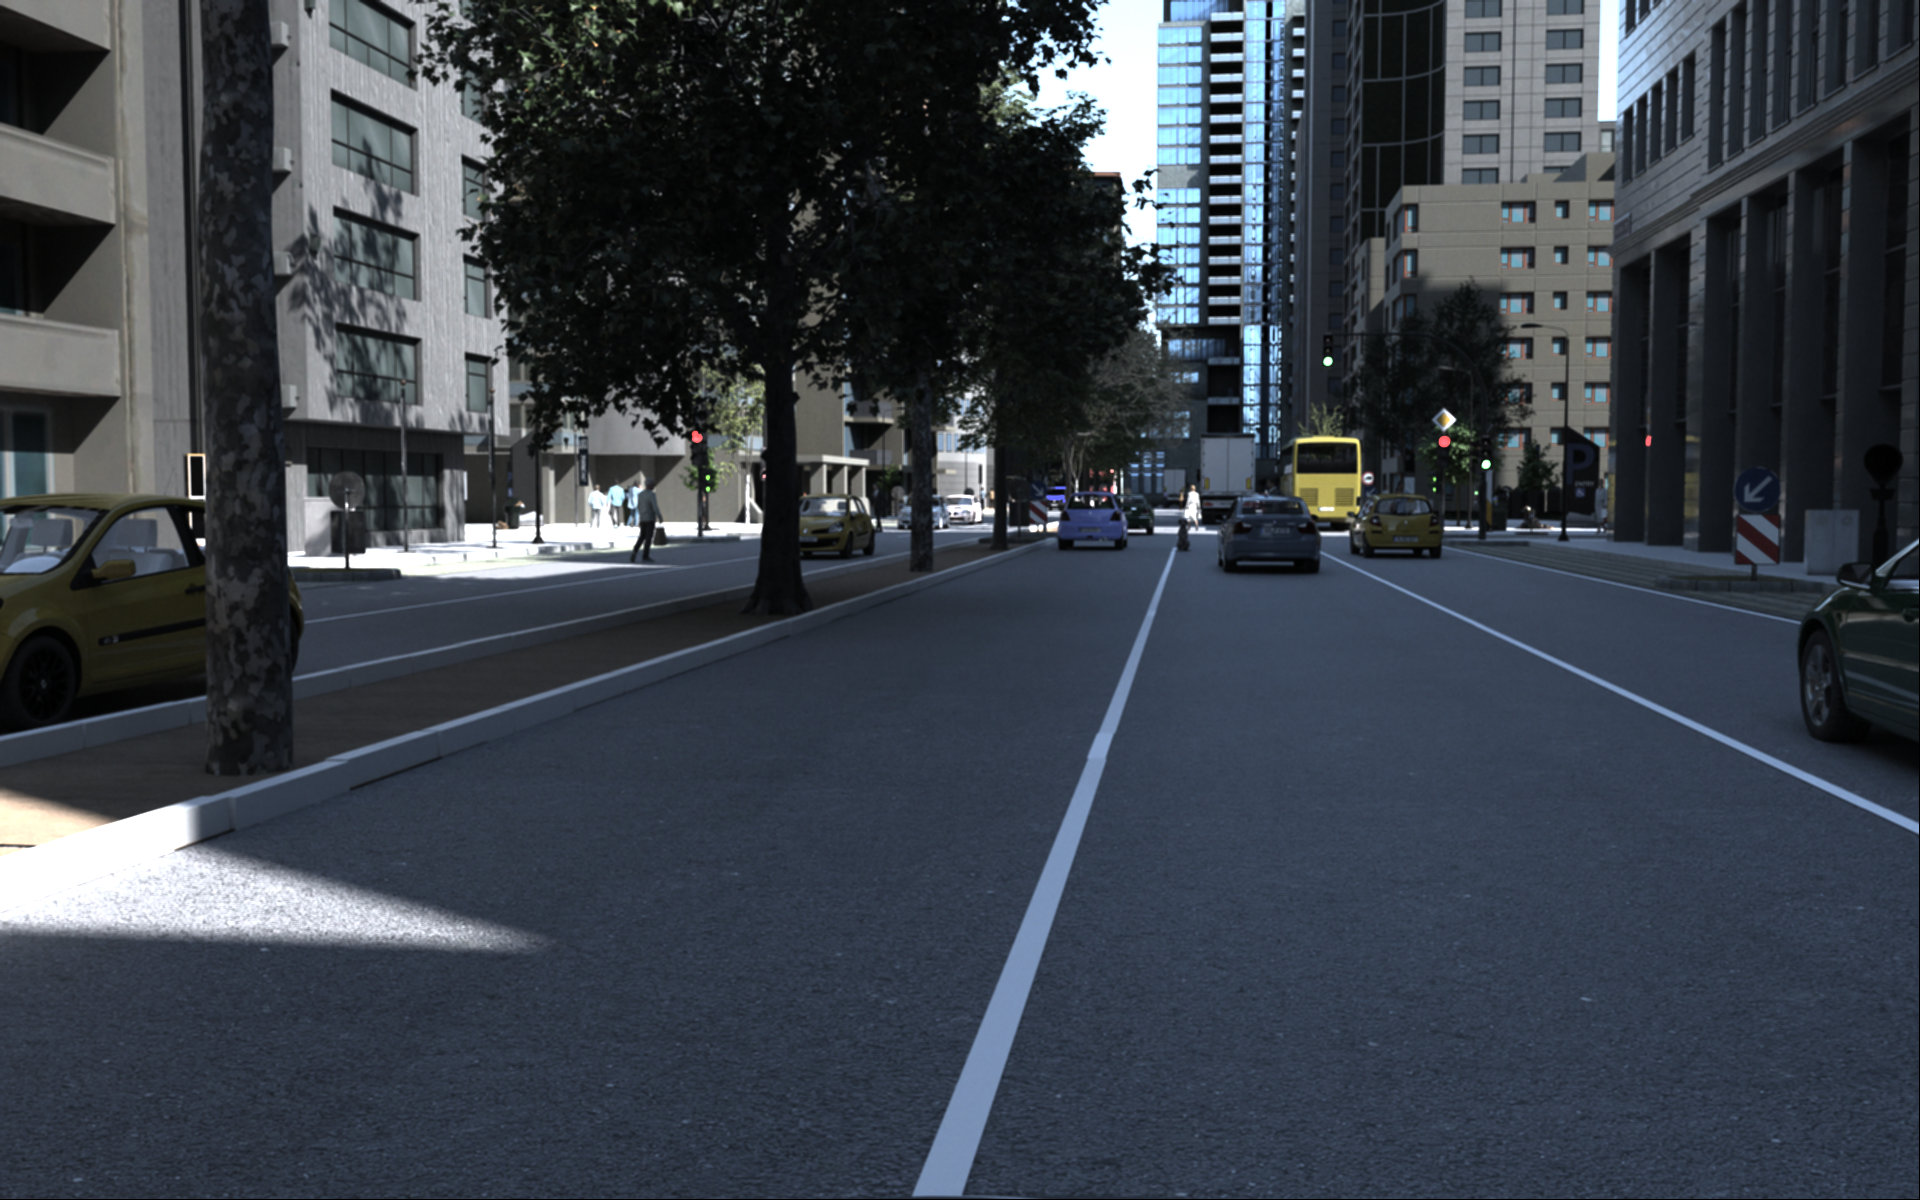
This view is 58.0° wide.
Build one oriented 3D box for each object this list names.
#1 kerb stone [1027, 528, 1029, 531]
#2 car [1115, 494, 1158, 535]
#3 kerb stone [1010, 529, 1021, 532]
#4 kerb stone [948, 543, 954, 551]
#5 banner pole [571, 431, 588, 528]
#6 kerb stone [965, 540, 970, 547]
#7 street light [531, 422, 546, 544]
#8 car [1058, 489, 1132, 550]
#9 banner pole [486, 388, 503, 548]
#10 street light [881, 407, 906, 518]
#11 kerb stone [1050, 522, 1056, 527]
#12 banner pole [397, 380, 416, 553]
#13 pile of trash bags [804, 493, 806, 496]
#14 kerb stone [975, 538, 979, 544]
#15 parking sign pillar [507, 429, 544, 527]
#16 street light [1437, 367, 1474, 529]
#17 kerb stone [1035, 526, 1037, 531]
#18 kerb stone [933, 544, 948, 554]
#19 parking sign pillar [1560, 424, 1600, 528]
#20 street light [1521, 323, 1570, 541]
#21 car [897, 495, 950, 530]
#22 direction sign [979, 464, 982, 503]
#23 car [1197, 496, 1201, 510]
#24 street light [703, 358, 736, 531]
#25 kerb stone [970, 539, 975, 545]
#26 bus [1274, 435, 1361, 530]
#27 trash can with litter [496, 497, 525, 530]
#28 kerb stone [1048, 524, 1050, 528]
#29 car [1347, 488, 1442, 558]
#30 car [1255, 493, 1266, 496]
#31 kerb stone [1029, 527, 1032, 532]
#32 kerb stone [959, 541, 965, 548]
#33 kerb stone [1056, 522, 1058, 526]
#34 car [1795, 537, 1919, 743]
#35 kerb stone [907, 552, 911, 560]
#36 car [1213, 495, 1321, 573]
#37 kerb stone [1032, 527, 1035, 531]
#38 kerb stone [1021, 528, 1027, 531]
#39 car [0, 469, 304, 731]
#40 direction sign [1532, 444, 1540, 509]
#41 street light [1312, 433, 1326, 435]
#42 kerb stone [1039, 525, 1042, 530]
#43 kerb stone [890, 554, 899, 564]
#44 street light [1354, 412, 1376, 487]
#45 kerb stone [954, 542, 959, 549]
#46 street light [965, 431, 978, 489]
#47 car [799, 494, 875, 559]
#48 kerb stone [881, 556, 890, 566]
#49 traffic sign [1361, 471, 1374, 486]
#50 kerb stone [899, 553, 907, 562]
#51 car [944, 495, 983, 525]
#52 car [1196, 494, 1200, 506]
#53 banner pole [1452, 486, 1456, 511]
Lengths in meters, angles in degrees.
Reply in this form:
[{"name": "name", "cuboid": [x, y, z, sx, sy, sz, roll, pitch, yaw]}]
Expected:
[{"name": "kerb stone", "cuboid": [2.346, -2.523, 63.546, 0.120, 0.150, 1.000, 0, 4, 8]}, {"name": "car", "cuboid": [6.053, -3.084, 62.226, 2.131, 1.459, 4.920, 0, 4, 7]}, {"name": "kerb stone", "cuboid": [1.932, -2.342, 60.488, 0.120, 0.150, 1.000, 0, 4, 8]}, {"name": "kerb stone", "cuboid": [-0.341, -1.317, 43.727, 0.120, 0.150, 1.000, 0, 4, 8]}, {"name": "banner pole", "cuboid": [-14.475, -4.651, 66.054, 0.863, 3.779, 0.401, 2, 4, 30]}, {"name": "kerb stone", "cuboid": [0.071, -1.496, 46.778, 0.120, 0.150, 1.000, 0, 4, 8]}, {"name": "street light", "cuboid": [-10.246, -4.372, 44.018, 1.470, 5.913, 1.316, 0, 4, 8]}, {"name": "car", "cuboid": [3.534, -2.207, 45.676, 1.945, 1.707, 3.694, 0, 4, 8]}, {"name": "banner pole", "cuboid": [-11.001, -3.099, 40.680, 0.401, 3.779, 0.863, 0, 4, -5]}, {"name": "street light", "cuboid": [-3.563, -7.360, 92.877, 1.470, 5.913, 1.316, 0, 4, 8]}, {"name": "kerb stone", "cuboid": [4.000, -3.275, 75.740, 0.120, 0.150, 1.000, 0, 4, 8]}, {"name": "banner pole", "cuboid": [-12.137, -2.921, 37.783, 0.401, 3.779, 0.863, -1, 4, -12]}, {"name": "pile of trash bags", "cuboid": [-10.772, -7.612, 134.201, 1.912, 1.369, 3.447, 2, 4, 26]}, {"name": "kerb stone", "cuboid": [0.346, -1.627, 48.802, 0.120, 0.150, 1.000, 0, 4, 8]}, {"name": "parking sign pillar", "cuboid": [-16.996, -4.841, 67.624, 1.447, 3.967, 1.447, -3, 5, -44]}, {"name": "street light", "cuboid": [18.099, -5.552, 63.324, 1.470, 5.913, 1.316, 0, 4, 8]}, {"name": "kerb stone", "cuboid": [2.756, -2.713, 66.602, 0.120, 0.150, 1.000, 0, 4, 8]}, {"name": "kerb stone", "cuboid": [-0.476, -1.253, 42.704, 0.120, 0.150, 1.000, 0, 4, 8]}, {"name": "parking sign pillar", "cuboid": [23.795, -4.765, 66.377, 1.447, 3.967, 1.447, 2, 4, 25]}, {"name": "street light", "cuboid": [15.956, -4.568, 47.220, 1.470, 5.913, 1.316, 0, 4, 8]}, {"name": "car", "cuboid": [-1.456, -3.593, 70.742, 2.014, 1.417, 4.499, 0, 4, 6]}, {"name": "direction sign", "cuboid": [1.567, -8.600, 132.598, 0.379, 3.537, 0.876, -1, 4, -13]}, {"name": "car", "cuboid": [22.349, -9.008, 157.071, 2.009, 1.686, 4.222, 0, 4, 8]}, {"name": "street light", "cuboid": [-8.194, -5.320, 59.525, 1.470, 5.913, 1.316, 0, 4, 8]}, {"name": "kerb stone", "cuboid": [0.213, -1.565, 47.789, 0.120, 0.150, 1.000, 0, 4, 8]}, {"name": "bus", "cuboid": [14.619, -4.867, 71.123, 2.896, 3.916, 12.252, 0, 4, 8]}, {"name": "trash can with litter", "cuboid": [-16.163, -3.100, 62.072, 0.624, 1.170, 1.055, 2, 4, 27]}, {"name": "kerb stone", "cuboid": [3.587, -3.089, 72.696, 0.120, 0.150, 1.000, 0, 4, 8]}, {"name": "car", "cuboid": [10.072, -1.834, 40.212, 2.015, 1.641, 3.980, 0, 4, 6]}, {"name": "car", "cuboid": [23.297, -7.744, 135.653, 2.155, 1.783, 4.494, 0, 4, 6]}, {"name": "kerb stone", "cuboid": [2.479, -2.591, 64.565, 0.120, 0.150, 1.000, 0, 4, 8]}, {"name": "kerb stone", "cuboid": [-0.065, -1.438, 45.753, 0.120, 0.150, 1.000, 0, 4, 8]}, {"name": "kerb stone", "cuboid": [4.138, -3.337, 76.753, 0.120, 0.150, 1.000, 0, 4, 8]}, {"name": "car", "cuboid": [5.655, 0.200, 8.530, 2.131, 1.459, 4.920, 1, 4, 9]}, {"name": "kerb stone", "cuboid": [-1.160, -0.943, 37.618, 0.120, 0.150, 1.000, 0, 4, 8]}, {"name": "car", "cuboid": [5.845, -1.283, 32.978, 2.014, 1.417, 4.499, 0, 4, 6]}, {"name": "kerb stone", "cuboid": [2.623, -2.654, 65.581, 0.120, 0.150, 1.000, 0, 4, 8]}, {"name": "kerb stone", "cuboid": [2.202, -2.464, 62.526, 0.120, 0.150, 1.000, 0, 4, 8]}, {"name": "car", "cuboid": [-6.171, -0.095, 11.781, 2.015, 1.641, 3.980, 1, 4, 9]}, {"name": "direction sign", "cuboid": [26.231, -5.336, 79.234, 0.379, 3.537, 0.876, -1, 4, -15]}, {"name": "street light", "cuboid": [27.220, -9.673, 130.700, 1.470, 5.913, 1.316, 0, 4, 8]}, {"name": "kerb stone", "cuboid": [3.029, -2.841, 68.638, 0.120, 0.150, 1.000, 0, 4, 8]}, {"name": "kerb stone", "cuboid": [-1.451, -0.819, 35.585, 0.120, 0.150, 1.000, 0, 4, 8]}, {"name": "street light", "cuboid": [22.609, -7.593, 96.691, 1.470, 5.913, 1.316, 0, 4, 8]}, {"name": "kerb stone", "cuboid": [-0.208, -1.379, 44.741, 0.120, 0.150, 1.000, 0, 4, 8]}, {"name": "street light", "cuboid": [0.981, -9.449, 127.027, 1.470, 5.913, 1.316, 0, 4, 8]}, {"name": "car", "cuboid": [-3.076, -1.788, 39.458, 2.015, 1.641, 3.980, 0, 4, 8]}, {"name": "kerb stone", "cuboid": [-1.592, -0.757, 34.569, 0.120, 0.150, 1.000, 0, 4, 8]}, {"name": "traffic sign", "cuboid": [23.043, -5.975, 97.794, 0.768, 2.556, 0.104, 1, 4, 12]}, {"name": "kerb stone", "cuboid": [-1.312, -0.881, 36.603, 0.120, 0.150, 1.000, 0, 4, 8]}, {"name": "car", "cuboid": [-0.018, -4.239, 81.675, 2.083, 1.381, 4.827, 0, 4, 8]}, {"name": "car", "cuboid": [27.928, -11.592, 199.755, 2.015, 1.641, 3.980, 1, 4, 9]}, {"name": "banner pole", "cuboid": [27.141, -6.419, 94.965, 0.401, 3.779, 0.863, 3, 5, 39]}]
